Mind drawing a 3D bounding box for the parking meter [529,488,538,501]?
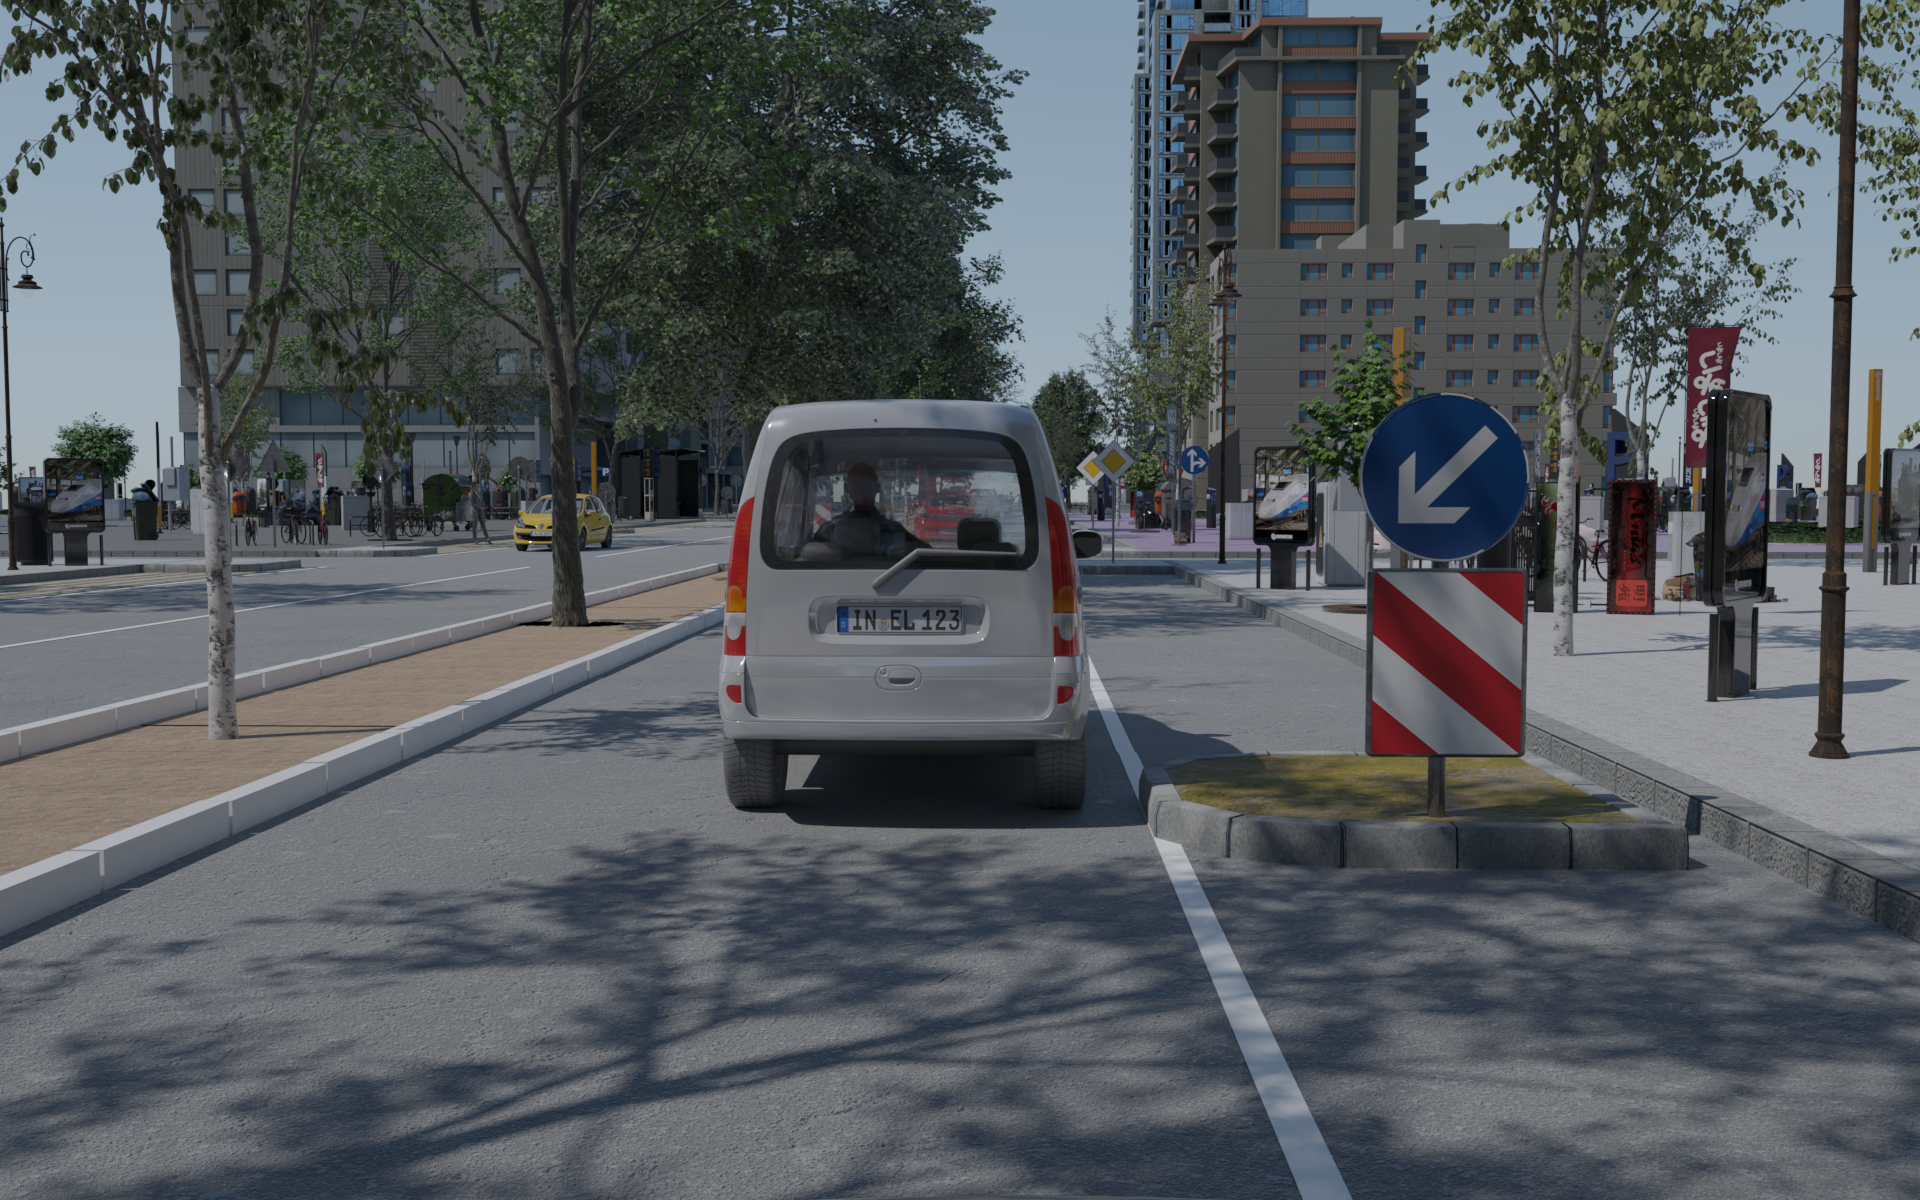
[{"bbox_3d":[-17.077,-3.728,69.364,0.372,1.533,0.369,0,3,0],"label":"parking meter"}]

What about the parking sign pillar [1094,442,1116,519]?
[{"bbox_3d":[7.721,-6.247,90.606,1.447,3.967,1.447,3,5,40],"label":"parking sign pillar"}]

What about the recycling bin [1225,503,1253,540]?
[{"bbox_3d":[7.875,-2.214,48.753,0.722,1.027,0.722,0,4,1],"label":"recycling bin"}]

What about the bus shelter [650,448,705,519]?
[{"bbox_3d":[-14.839,-6.121,91.361,1.731,3.624,6.357,0,4,2],"label":"bus shelter"}]

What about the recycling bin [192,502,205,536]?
[{"bbox_3d":[-23.301,-2.521,53.781,0.722,1.027,0.722,2,4,27],"label":"recycling bin"}]

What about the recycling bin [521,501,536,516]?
[{"bbox_3d":[-15.892,-3.159,64.199,0.722,1.027,0.722,-2,4,-32],"label":"recycling bin"}]

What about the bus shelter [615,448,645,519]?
[{"bbox_3d":[-16.651,-6.112,91.214,1.731,3.624,6.357,0,4,2],"label":"bus shelter"}]

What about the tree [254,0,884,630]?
[{"bbox_3d":[-4.330,-5.523,18.512,9.928,11.665,9.643,0,3,0],"label":"tree"}]

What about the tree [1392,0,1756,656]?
[{"bbox_3d":[5.027,-3.862,13.506,4.737,8.622,4.395,0,3,0],"label":"tree"}]

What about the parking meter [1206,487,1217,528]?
[{"bbox_3d":[9.436,-3.461,65.001,0.372,1.533,0.369,0,3,0],"label":"parking meter"}]

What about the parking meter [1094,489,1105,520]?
[{"bbox_3d":[6.864,-4.636,84.205,0.372,1.533,0.369,0,3,0],"label":"parking meter"}]

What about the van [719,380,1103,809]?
[{"bbox_3d":[-0.209,-0.138,9.269,2.013,2.044,4.112,0,4,1],"label":"van"}]

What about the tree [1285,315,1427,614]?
[{"bbox_3d":[4.352,-1.485,18.889,1.663,3.219,1.824,0,3,0],"label":"tree"}]

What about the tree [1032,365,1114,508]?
[{"bbox_3d":[9.628,-14.489,153.899,9.611,12.733,9.660,0,3,0],"label":"tree"}]

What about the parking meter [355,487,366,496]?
[{"bbox_3d":[-22.661,-3.492,65.502,0.372,1.533,0.369,0,3,0],"label":"parking meter"}]

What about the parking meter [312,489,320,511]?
[{"bbox_3d":[-32.389,-4.815,87.134,0.372,1.533,0.369,0,3,0],"label":"parking meter"}]

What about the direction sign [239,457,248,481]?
[{"bbox_3d":[-43.361,-6.903,104.863,0.876,3.537,0.379,2,4,31],"label":"direction sign"}]

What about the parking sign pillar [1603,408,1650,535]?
[{"bbox_3d":[20.779,-4.006,53.968,1.447,3.967,1.447,-2,4,-31],"label":"parking sign pillar"}]

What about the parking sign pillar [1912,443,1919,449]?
[{"bbox_3d":[40.274,-5.142,72.548,1.447,3.967,1.447,-1,4,-8],"label":"parking sign pillar"}]

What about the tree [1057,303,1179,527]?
[{"bbox_3d":[6.427,-7.174,67.653,4.360,8.622,3.978,0,3,0],"label":"tree"}]

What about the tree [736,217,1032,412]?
[{"bbox_3d":[-2.544,-8.533,58.982,9.611,12.733,9.660,0,3,0],"label":"tree"}]

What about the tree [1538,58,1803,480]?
[{"bbox_3d":[12.106,-4.875,30.065,4.360,8.622,3.978,0,3,0],"label":"tree"}]

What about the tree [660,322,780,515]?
[{"bbox_3d":[-14.774,-11.948,105.722,12.009,13.543,11.850,0,3,0],"label":"tree"}]

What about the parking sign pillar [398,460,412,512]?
[{"bbox_3d":[-36.382,-7.671,113.890,1.447,3.967,1.447,-2,4,-30],"label":"parking sign pillar"}]

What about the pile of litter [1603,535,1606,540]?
[{"bbox_3d":[17.315,-2.080,47.974,1.719,0.858,1.176,-1,4,-15],"label":"pile of litter"}]

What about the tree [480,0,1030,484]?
[{"bbox_3d":[-3.315,-7.295,28.389,9.857,13.997,8.962,0,3,0],"label":"tree"}]

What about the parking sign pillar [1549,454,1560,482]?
[{"bbox_3d":[38.261,-7.506,111.198,1.447,3.967,1.447,-2,4,-23],"label":"parking sign pillar"}]

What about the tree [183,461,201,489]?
[{"bbox_3d":[-43.885,-6.373,98.792,1.663,3.219,1.824,0,3,0],"label":"tree"}]

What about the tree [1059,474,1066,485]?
[{"bbox_3d":[12.330,-20.283,238.286,9.857,13.997,8.962,0,3,0],"label":"tree"}]

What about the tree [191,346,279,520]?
[{"bbox_3d":[-35.644,-8.280,85.743,4.737,8.622,4.395,0,3,0],"label":"tree"}]

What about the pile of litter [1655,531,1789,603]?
[{"bbox_3d":[9.035,-0.426,20.930,1.719,0.858,1.176,3,4,38],"label":"pile of litter"}]

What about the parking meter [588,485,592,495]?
[{"bbox_3d":[-23.487,-6.412,110.544,0.255,1.863,0.399,3,4,38],"label":"parking meter"}]

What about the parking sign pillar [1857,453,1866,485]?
[{"bbox_3d":[51.014,-6.660,97.368,1.447,3.967,1.447,0,4,-6],"label":"parking sign pillar"}]

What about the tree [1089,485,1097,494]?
[{"bbox_3d":[7.557,-6.063,93.726,1.663,3.219,1.824,0,3,0],"label":"tree"}]

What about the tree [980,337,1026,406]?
[{"bbox_3d":[-1.730,-10.949,91.837,12.009,13.543,11.850,0,3,0],"label":"tree"}]

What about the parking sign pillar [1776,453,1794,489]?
[{"bbox_3d":[54.138,-7.657,113.660,1.447,3.967,1.447,0,4,-4],"label":"parking sign pillar"}]

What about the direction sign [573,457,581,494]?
[{"bbox_3d":[-23.258,-6.914,105.042,0.876,3.537,0.379,3,4,37],"label":"direction sign"}]

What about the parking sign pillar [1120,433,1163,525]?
[{"bbox_3d":[7.806,-5.161,72.853,1.447,3.967,1.447,2,4,28],"label":"parking sign pillar"}]

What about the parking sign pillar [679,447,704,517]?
[{"bbox_3d":[-15.125,-6.649,97.190,1.447,3.967,1.447,0,4,-6],"label":"parking sign pillar"}]

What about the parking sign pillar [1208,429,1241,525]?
[{"bbox_3d":[10.950,-5.091,71.716,1.447,3.967,1.447,2,4,25],"label":"parking sign pillar"}]

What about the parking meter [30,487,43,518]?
[{"bbox_3d":[-31.995,-3.157,60.021,0.372,1.533,0.369,0,3,0],"label":"parking meter"}]

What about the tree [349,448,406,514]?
[{"bbox_3d":[-36.473,-7.614,108.209,4.285,4.588,4.351,0,3,0],"label":"tree"}]

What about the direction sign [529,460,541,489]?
[{"bbox_3d":[-28.262,-7.536,115.203,0.876,3.537,0.379,1,4,13],"label":"direction sign"}]

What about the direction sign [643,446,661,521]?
[{"bbox_3d":[-14.692,-5.546,82.666,0.876,3.537,0.379,-2,4,-35],"label":"direction sign"}]

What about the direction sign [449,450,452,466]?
[{"bbox_3d":[-26.454,-5.992,89.966,0.379,3.537,0.876,-1,4,-23],"label":"direction sign"}]

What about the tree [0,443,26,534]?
[{"bbox_3d":[-30.973,-3.705,55.178,1.663,3.219,1.824,0,3,0],"label":"tree"}]

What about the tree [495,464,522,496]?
[{"bbox_3d":[-28.594,-7.057,109.976,1.663,3.219,1.824,0,3,0],"label":"tree"}]

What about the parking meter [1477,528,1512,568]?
[{"bbox_3d":[6.054,-0.686,19.627,0.372,1.533,0.369,0,3,0],"label":"parking meter"}]

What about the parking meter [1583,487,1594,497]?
[{"bbox_3d":[23.721,-3.483,65.351,0.372,1.533,0.369,0,3,0],"label":"parking meter"}]

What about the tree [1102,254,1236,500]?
[{"bbox_3d":[6.690,-6.320,53.694,4.737,8.622,4.395,0,3,0],"label":"tree"}]

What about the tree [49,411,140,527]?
[{"bbox_3d":[-34.219,-5.186,68.497,4.285,4.588,4.351,0,3,0],"label":"tree"}]

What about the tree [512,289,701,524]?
[{"bbox_3d":[-15.047,-8.528,73.846,8.767,10.594,7.601,0,4,-7],"label":"tree"}]

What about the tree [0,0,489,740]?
[{"bbox_3d":[-4.282,-3.472,9.591,4.360,8.622,3.978,0,3,0],"label":"tree"}]

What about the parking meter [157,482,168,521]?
[{"bbox_3d":[-37.781,-4.670,82.070,0.255,1.863,0.399,3,4,36],"label":"parking meter"}]

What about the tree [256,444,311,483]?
[{"bbox_3d":[-44.152,-7.912,113.082,4.285,4.588,4.351,0,3,0],"label":"tree"}]

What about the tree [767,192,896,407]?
[{"bbox_3d":[-3.405,-5.446,41.855,4.737,8.622,4.395,0,3,0],"label":"tree"}]

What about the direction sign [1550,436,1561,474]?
[{"bbox_3d":[23.408,-4.623,67.576,0.379,3.537,0.876,-3,5,-40],"label":"direction sign"}]

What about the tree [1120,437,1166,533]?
[{"bbox_3d":[6.158,-3.875,57.961,1.663,3.219,1.824,0,3,0],"label":"tree"}]

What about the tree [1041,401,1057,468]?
[{"bbox_3d":[7.828,-11.175,133.080,4.360,8.622,3.978,0,3,0],"label":"tree"}]
